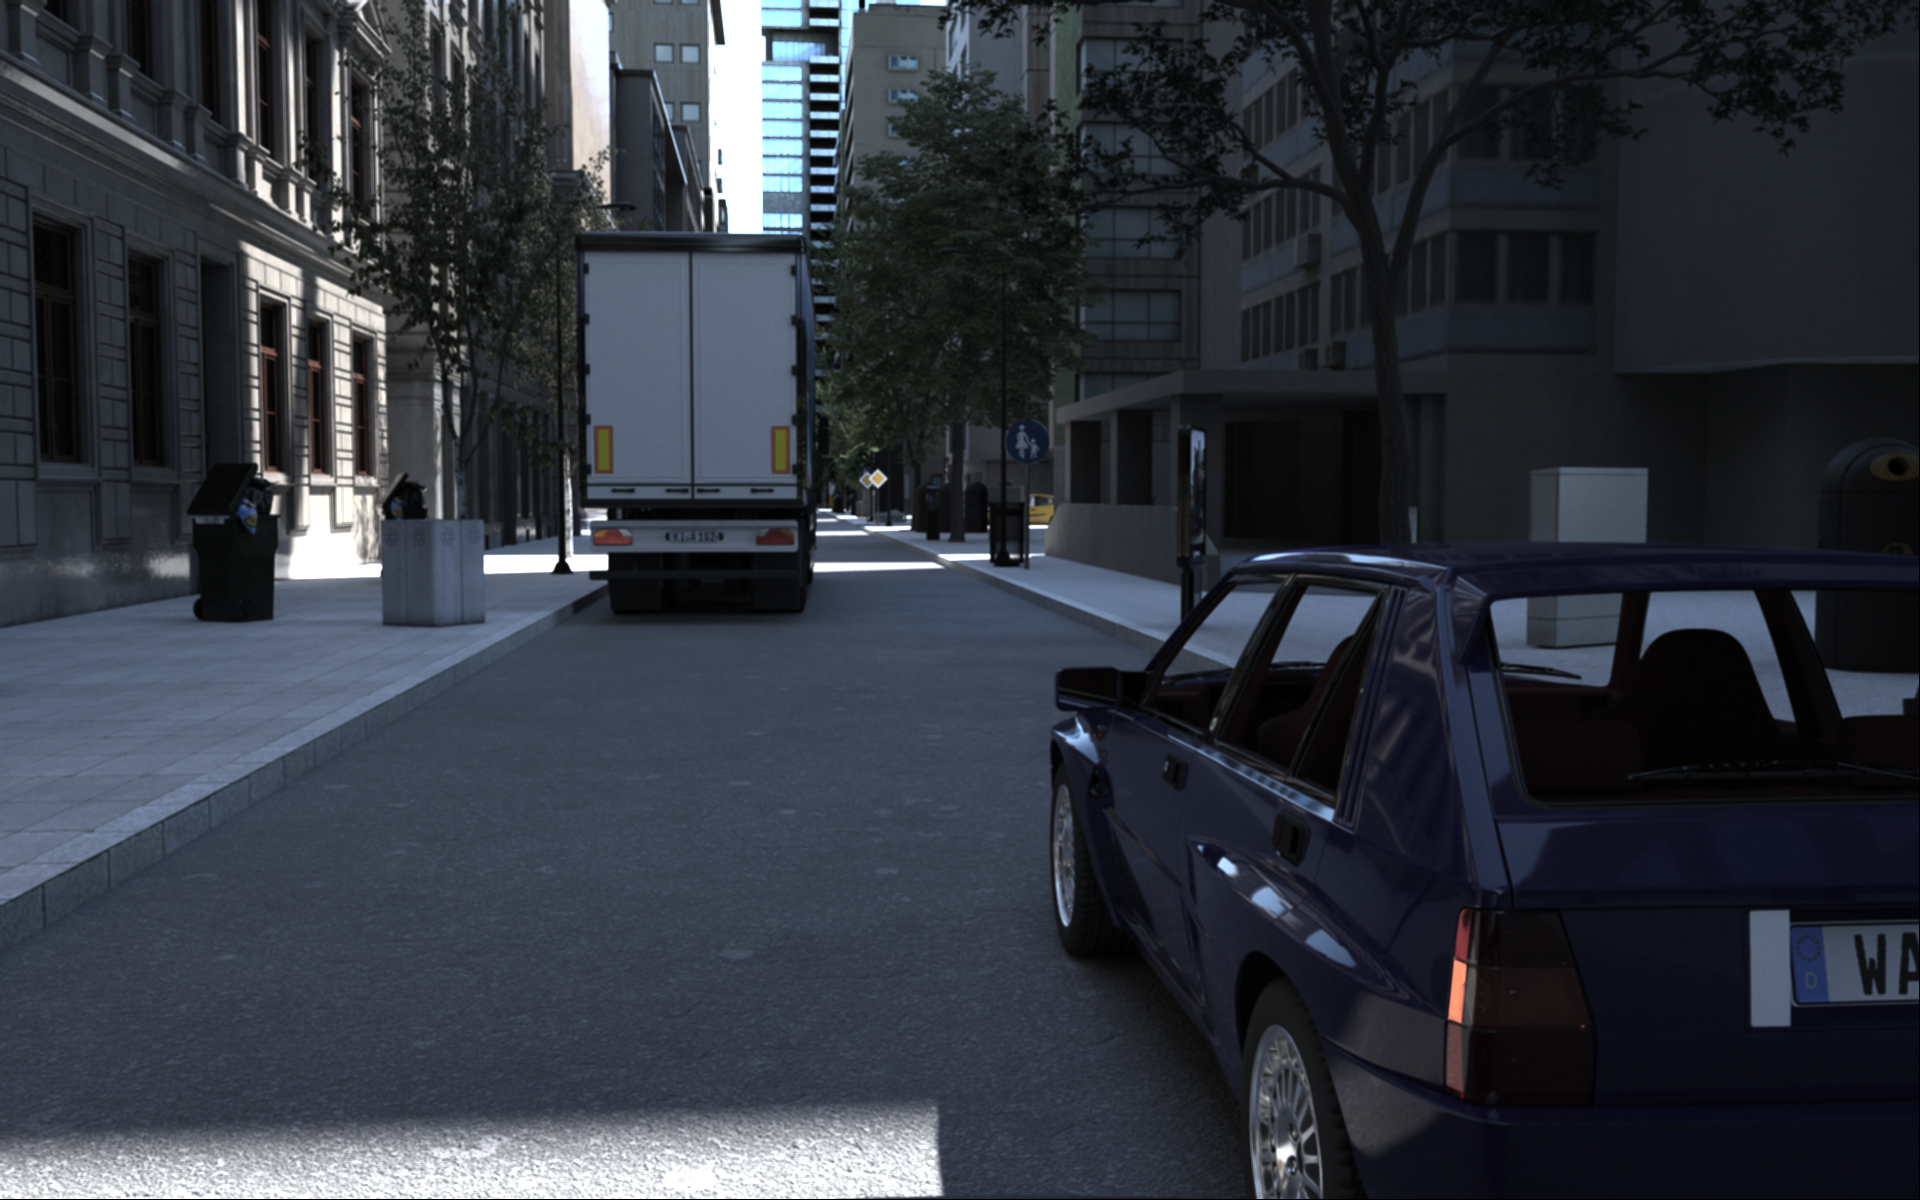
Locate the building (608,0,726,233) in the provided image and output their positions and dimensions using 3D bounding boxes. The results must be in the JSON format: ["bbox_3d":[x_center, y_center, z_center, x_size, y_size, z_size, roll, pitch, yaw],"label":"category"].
[{"bbox_3d":[-38.358,-35.862,175.580,28.713,52.752,27.495,0,4,-6],"label":"building"}]

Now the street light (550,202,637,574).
[{"bbox_3d":[-5.849,-3.373,27.688,1.470,5.913,1.316,0,4,-6],"label":"street light"}]

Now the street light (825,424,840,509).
[{"bbox_3d":[-8.327,-8.709,114.936,1.470,5.913,1.316,0,4,-6],"label":"street light"}]

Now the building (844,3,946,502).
[{"bbox_3d":[-0.214,-33.411,169.972,21.300,48.544,21.600,0,4,-6],"label":"building"}]

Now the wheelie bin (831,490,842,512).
[{"bbox_3d":[-8.588,-6.969,121.858,0.980,1.594,0.693,1,4,12],"label":"wheelie bin"}]

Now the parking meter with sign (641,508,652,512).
[{"bbox_3d":[-9.800,-3.484,53.218,0.543,3.016,1.738,0,4,7],"label":"parking meter with sign"}]

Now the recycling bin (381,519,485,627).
[{"bbox_3d":[-5.196,-0.278,17.094,0.722,1.027,0.722,2,4,26],"label":"recycling bin"}]

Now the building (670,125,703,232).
[{"bbox_3d":[-25.065,-19.831,117.741,14.314,27.812,24.014,0,4,-6],"label":"building"}]

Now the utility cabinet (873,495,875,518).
[{"bbox_3d":[-4.232,-4.573,85.923,0.306,1.237,1.020,-1,4,-14],"label":"utility cabinet"}]

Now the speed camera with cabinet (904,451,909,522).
[{"bbox_3d":[-3.029,-5.249,80.150,0.660,3.252,2.038,-2,4,-26],"label":"speed camera with cabinet"}]

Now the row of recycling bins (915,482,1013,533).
[{"bbox_3d":[0.170,-3.098,57.759,3.534,1.692,1.069,1,4,19],"label":"row of recycling bins"}]

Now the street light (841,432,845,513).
[{"bbox_3d":[-4.628,-6.561,79.811,1.470,5.913,1.316,0,4,-6],"label":"street light"}]

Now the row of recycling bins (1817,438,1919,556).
[{"bbox_3d":[7.783,-0.293,11.899,3.534,1.692,1.069,3,5,41],"label":"row of recycling bins"}]

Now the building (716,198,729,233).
[{"bbox_3d":[-39.065,-34.084,240.859,14.086,41.232,14.154,0,4,-6],"label":"building"}]

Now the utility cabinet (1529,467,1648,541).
[{"bbox_3d":[5.312,-0.367,14.680,1.173,1.500,0.318,-2,4,-33],"label":"utility cabinet"}]

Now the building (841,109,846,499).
[{"bbox_3d":[-5.907,-30.843,187.881,14.154,41.232,14.086,0,4,-6],"label":"building"}]

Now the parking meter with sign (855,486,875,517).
[{"bbox_3d":[-5.030,-6.097,95.951,1.738,3.016,0.543,3,4,36],"label":"parking meter with sign"}]

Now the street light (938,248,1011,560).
[{"bbox_3d":[0.290,-3.695,32.951,1.470,5.913,1.316,0,4,-6],"label":"street light"}]

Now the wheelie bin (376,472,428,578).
[{"bbox_3d":[-8.105,-1.059,25.219,0.693,1.594,0.980,-2,4,-27],"label":"wheelie bin"}]

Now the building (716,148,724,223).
[{"bbox_3d":[-43.895,-36.043,208.904,30.456,49.044,23.786,0,4,-6],"label":"building"}]

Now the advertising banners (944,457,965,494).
[{"bbox_3d":[-0.283,-5.246,81.954,0.090,3.025,2.074,-2,4,-27],"label":"advertising banners"}]

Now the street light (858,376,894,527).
[{"bbox_3d":[-3.335,-5.841,68.043,1.470,5.913,1.316,0,4,-6],"label":"street light"}]

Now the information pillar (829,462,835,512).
[{"bbox_3d":[-9.194,-8.158,124.737,0.504,3.616,0.183,1,4,21],"label":"information pillar"}]

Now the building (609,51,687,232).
[{"bbox_3d":[-22.223,-16.618,90.763,14.314,24.678,30.058,0,4,-6],"label":"building"}]

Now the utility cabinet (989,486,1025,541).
[{"bbox_3d":[1.301,-2.351,47.112,0.318,1.500,1.173,-3,5,-44],"label":"utility cabinet"}]

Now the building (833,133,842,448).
[{"bbox_3d":[-3.897,-36.122,210.206,23.786,49.044,30.456,0,4,-6],"label":"building"}]

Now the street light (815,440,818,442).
[{"bbox_3d":[-12.074,-10.855,150.014,1.470,5.913,1.316,0,4,-6],"label":"street light"}]

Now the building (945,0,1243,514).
[{"bbox_3d":[6.828,-24.582,85.514,14.086,41.232,14.154,0,4,-6],"label":"building"}]

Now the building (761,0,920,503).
[{"bbox_3d":[-16.305,-57.051,245.447,31.000,86.520,22.319,0,4,-6],"label":"building"}]

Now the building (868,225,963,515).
[{"bbox_3d":[8.041,-17.014,123.221,27.650,21.520,28.899,0,4,-6],"label":"building"}]

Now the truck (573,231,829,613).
[{"bbox_3d":[-3.270,-2.156,24.171,2.839,4.237,11.283,0,4,-4],"label":"truck"}]

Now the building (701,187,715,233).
[{"bbox_3d":[-29.293,-23.498,155.897,14.160,30.474,14.107,0,4,-6],"label":"building"}]

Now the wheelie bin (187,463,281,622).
[{"bbox_3d":[-7.370,-0.593,17.607,0.980,1.594,0.693,2,4,28],"label":"wheelie bin"}]
